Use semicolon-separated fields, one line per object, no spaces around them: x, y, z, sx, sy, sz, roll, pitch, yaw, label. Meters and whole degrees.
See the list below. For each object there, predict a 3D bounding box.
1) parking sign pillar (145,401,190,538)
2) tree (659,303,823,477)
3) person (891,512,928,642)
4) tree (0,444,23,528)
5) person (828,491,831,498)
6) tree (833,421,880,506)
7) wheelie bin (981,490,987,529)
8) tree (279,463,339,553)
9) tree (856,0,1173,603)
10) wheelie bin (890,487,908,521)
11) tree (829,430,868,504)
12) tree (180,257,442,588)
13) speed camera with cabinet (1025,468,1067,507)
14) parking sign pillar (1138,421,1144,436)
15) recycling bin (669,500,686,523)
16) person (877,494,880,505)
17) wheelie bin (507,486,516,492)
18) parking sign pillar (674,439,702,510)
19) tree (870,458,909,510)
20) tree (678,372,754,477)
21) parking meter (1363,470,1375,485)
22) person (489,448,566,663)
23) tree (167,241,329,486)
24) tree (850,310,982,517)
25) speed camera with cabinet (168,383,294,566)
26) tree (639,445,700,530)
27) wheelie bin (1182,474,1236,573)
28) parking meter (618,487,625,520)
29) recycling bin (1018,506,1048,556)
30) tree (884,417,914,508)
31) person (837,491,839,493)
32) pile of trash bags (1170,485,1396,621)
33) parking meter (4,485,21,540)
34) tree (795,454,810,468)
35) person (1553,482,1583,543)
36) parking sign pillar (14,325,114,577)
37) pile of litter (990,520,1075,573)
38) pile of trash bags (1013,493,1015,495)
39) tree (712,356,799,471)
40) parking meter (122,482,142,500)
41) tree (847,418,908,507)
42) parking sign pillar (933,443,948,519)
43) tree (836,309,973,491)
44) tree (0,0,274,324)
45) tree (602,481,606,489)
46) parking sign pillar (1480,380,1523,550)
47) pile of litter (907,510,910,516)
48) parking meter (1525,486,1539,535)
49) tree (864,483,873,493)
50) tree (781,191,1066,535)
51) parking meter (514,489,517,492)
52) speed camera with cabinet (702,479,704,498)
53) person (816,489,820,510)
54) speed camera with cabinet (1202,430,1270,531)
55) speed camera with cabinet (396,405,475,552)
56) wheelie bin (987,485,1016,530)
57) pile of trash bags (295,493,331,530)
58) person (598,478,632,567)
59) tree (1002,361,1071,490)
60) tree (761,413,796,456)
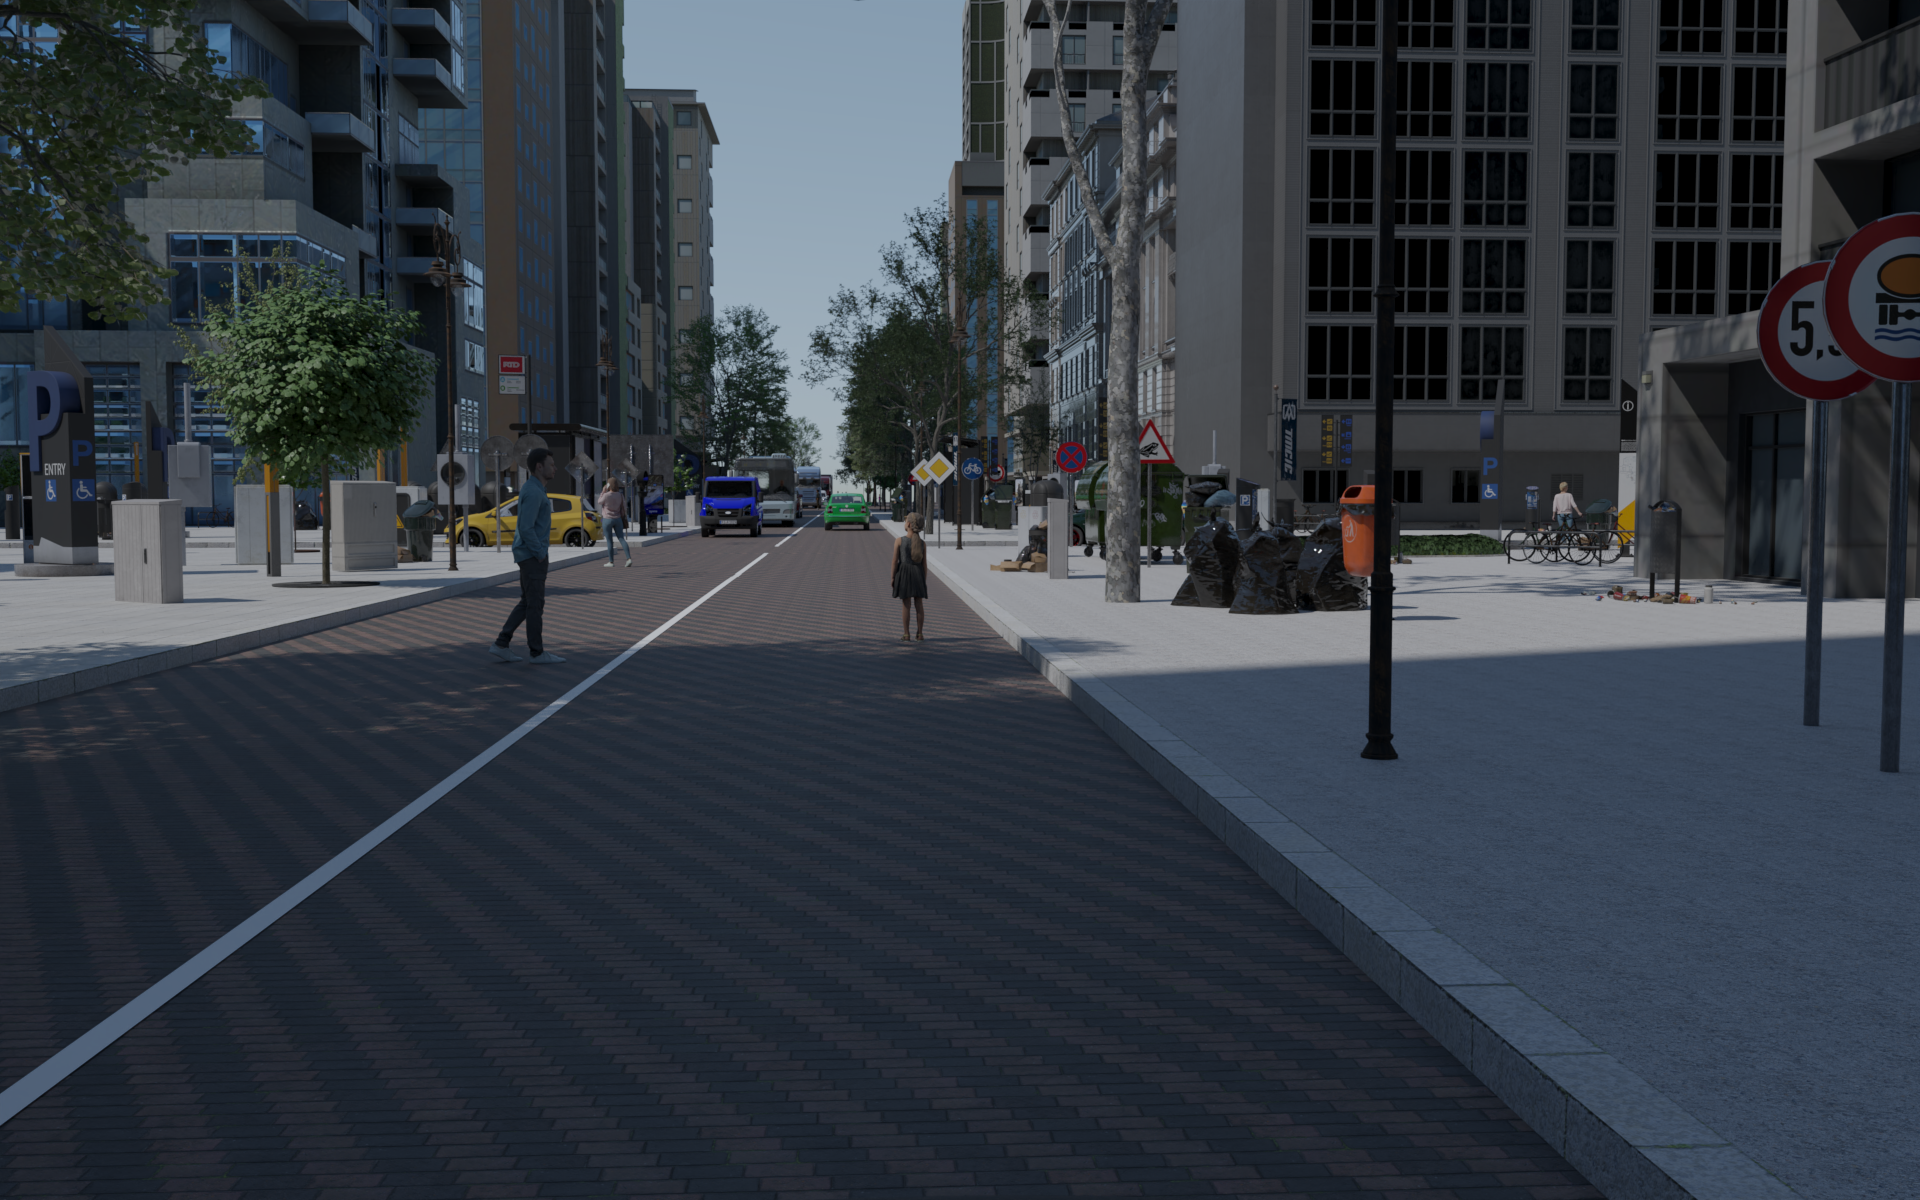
-23.447;-3.816;50.857;1.447;3.967;1.447;-1;4;-9;parking sign pillar
-12.641;-10.280;93.830;9.928;11.665;9.643;0;3;0;tree
-0.493;-0.226;16.863;0.362;1.253;0.373;-1;4;-13;person
-36.608;-4.426;66.965;1.663;3.219;1.824;0;3;0;tree
-17.460;-13.741;233.121;0.705;1.831;1.348;-3;5;-40;person
-9.309;-16.767;191.151;9.611;12.733;9.660;0;3;0;tree
1.119;-3.471;64.663;0.693;1.594;0.980;0;4;1;wheelie bin
-14.618;-2.650;37.925;1.663;3.219;1.824;0;3;0;tree
2.958;-10.102;21.057;12.611;20.169;13.585;0;3;0;tree
-2.896;-4.579;82.781;0.693;1.594;0.980;-3;4;-36;wheelie bin
-12.642;-19.881;235.416;12.009;13.543;11.850;0;3;0;tree
-8.963;-2.472;24.132;4.285;4.588;4.351;0;3;0;tree
3.697;-4.975;75.683;2.038;3.252;0.660;3;5;39;speed camera with cabinet
6.552;-4.536;62.639;1.447;3.967;1.447;-2;4;-24;parking sign pillar
-12.482;-3.926;76.744;0.722;1.027;0.722;-1;4;-22;recycling bin
-9.564;-11.798;204.624;0.599;1.433;0.991;2;4;33;person
-18.364;-3.804;70.103;0.980;1.594;0.693;1;4;9;wheelie bin
-13.280;-5.880;84.603;1.447;3.967;1.447;-2;4;-26;parking sign pillar
-5.613;-9.570;140.189;4.285;4.588;4.351;0;3;0;tree
-14.666;-9.362;103.429;4.360;8.622;3.978;0;3;0;tree
9.894;-2.205;41.768;0.255;1.863;0.399;0;4;-4;parking meter
-3.687;-0.378;14.706;0.620;1.820;0.660;-1;4;-21;person
-20.038;-6.079;49.760;4.737;8.622;4.395;0;3;0;tree
-2.567;-10.489;97.258;9.928;11.665;9.643;0;3;0;tree
-13.166;-2.262;31.314;2.038;3.252;0.660;-1;4;-20;speed camera with cabinet
-11.120;-4.413;66.752;1.663;3.219;1.824;0;3;0;tree
4.016;-1.229;28.002;0.980;1.594;0.693;1;4;23;wheelie bin
-15.676;-4.564;80.329;0.399;1.863;0.255;1;4;18;parking meter
1.676;-1.402;35.471;0.722;1.027;0.722;-3;5;-41;recycling bin
-5.982;-12.451;153.936;4.360;8.622;3.978;0;3;0;tree
-15.527;-12.978;220.672;0.705;1.826;1.348;-1;4;-22;person
3.717;-0.558;18.883;1.912;1.369;3.447;-1;4;-17;pile of trash bags
-26.752;-2.475;48.885;0.372;1.533;0.369;0;3;0;parking meter
-25.720;-20.216;280.893;4.737;8.622;4.395;0;3;0;tree
15.805;-2.192;45.008;0.731;1.740;0.598;1;4;14;person
-14.155;-2.376;27.316;1.447;3.967;1.447;3;4;38;parking sign pillar
1.187;-0.903;28.736;1.176;0.858;1.719;-1;4;-23;pile of litter
2.358;-6.858;121.886;3.447;1.369;1.912;0;4;3;pile of trash bags
-17.017;-13.716;142.381;7.486;12.596;7.792;0;3;0;tree
-17.805;-1.765;37.271;0.372;1.533;0.369;0;3;0;parking meter
-8.027;-15.728;175.286;7.486;12.596;7.792;0;3;0;tree
-0.812;-6.248;90.631;1.447;3.967;1.447;-1;4;-13;parking sign pillar
-3.779;-12.723;114.683;9.857;13.997;8.962;0;3;0;tree
-8.363;-5.642;10.378;7.486;12.596;7.792;0;3;0;tree
-22.422;-7.177;111.940;1.663;3.219;1.824;0;3;0;tree
12.384;-3.170;40.302;1.447;3.967;1.447;1;4;21;parking sign pillar
-3.213;-4.990;95.547;1.719;0.858;1.176;2;4;31;pile of litter
17.865;-2.794;54.094;0.372;1.533;0.369;0;3;0;parking meter
-14.759;-17.481;280.417;1.663;3.219;1.824;0;3;0;tree
-1.000;-7.339;54.401;8.767;10.594;7.601;0;4;-1;tree
-22.283;-4.830;87.384;0.372;1.533;0.369;0;3;0;parking meter
-14.321;-6.422;99.332;2.038;3.252;0.660;0;4;-7;speed camera with cabinet
-13.004;-9.171;158.079;0.705;1.869;1.348;-1;4;-11;person
8.597;-3.651;54.023;2.038;3.252;0.660;0;4;0;speed camera with cabinet
-11.790;-2.680;38.160;2.038;3.252;0.660;0;4;0;speed camera with cabinet
1.537;-3.326;62.288;0.980;1.594;0.693;0;4;1;wheelie bin
-23.196;-3.249;62.874;1.912;1.369;3.447;-1;4;-14;pile of trash bags
-6.742;-1.526;34.042;0.593;1.750;0.643;-3;5;-40;person
4.143;-8.956;96.799;4.360;8.622;3.978;0;3;0;tree
-16.402;-12.281;151.149;4.360;8.622;3.978;0;3;0;tree
